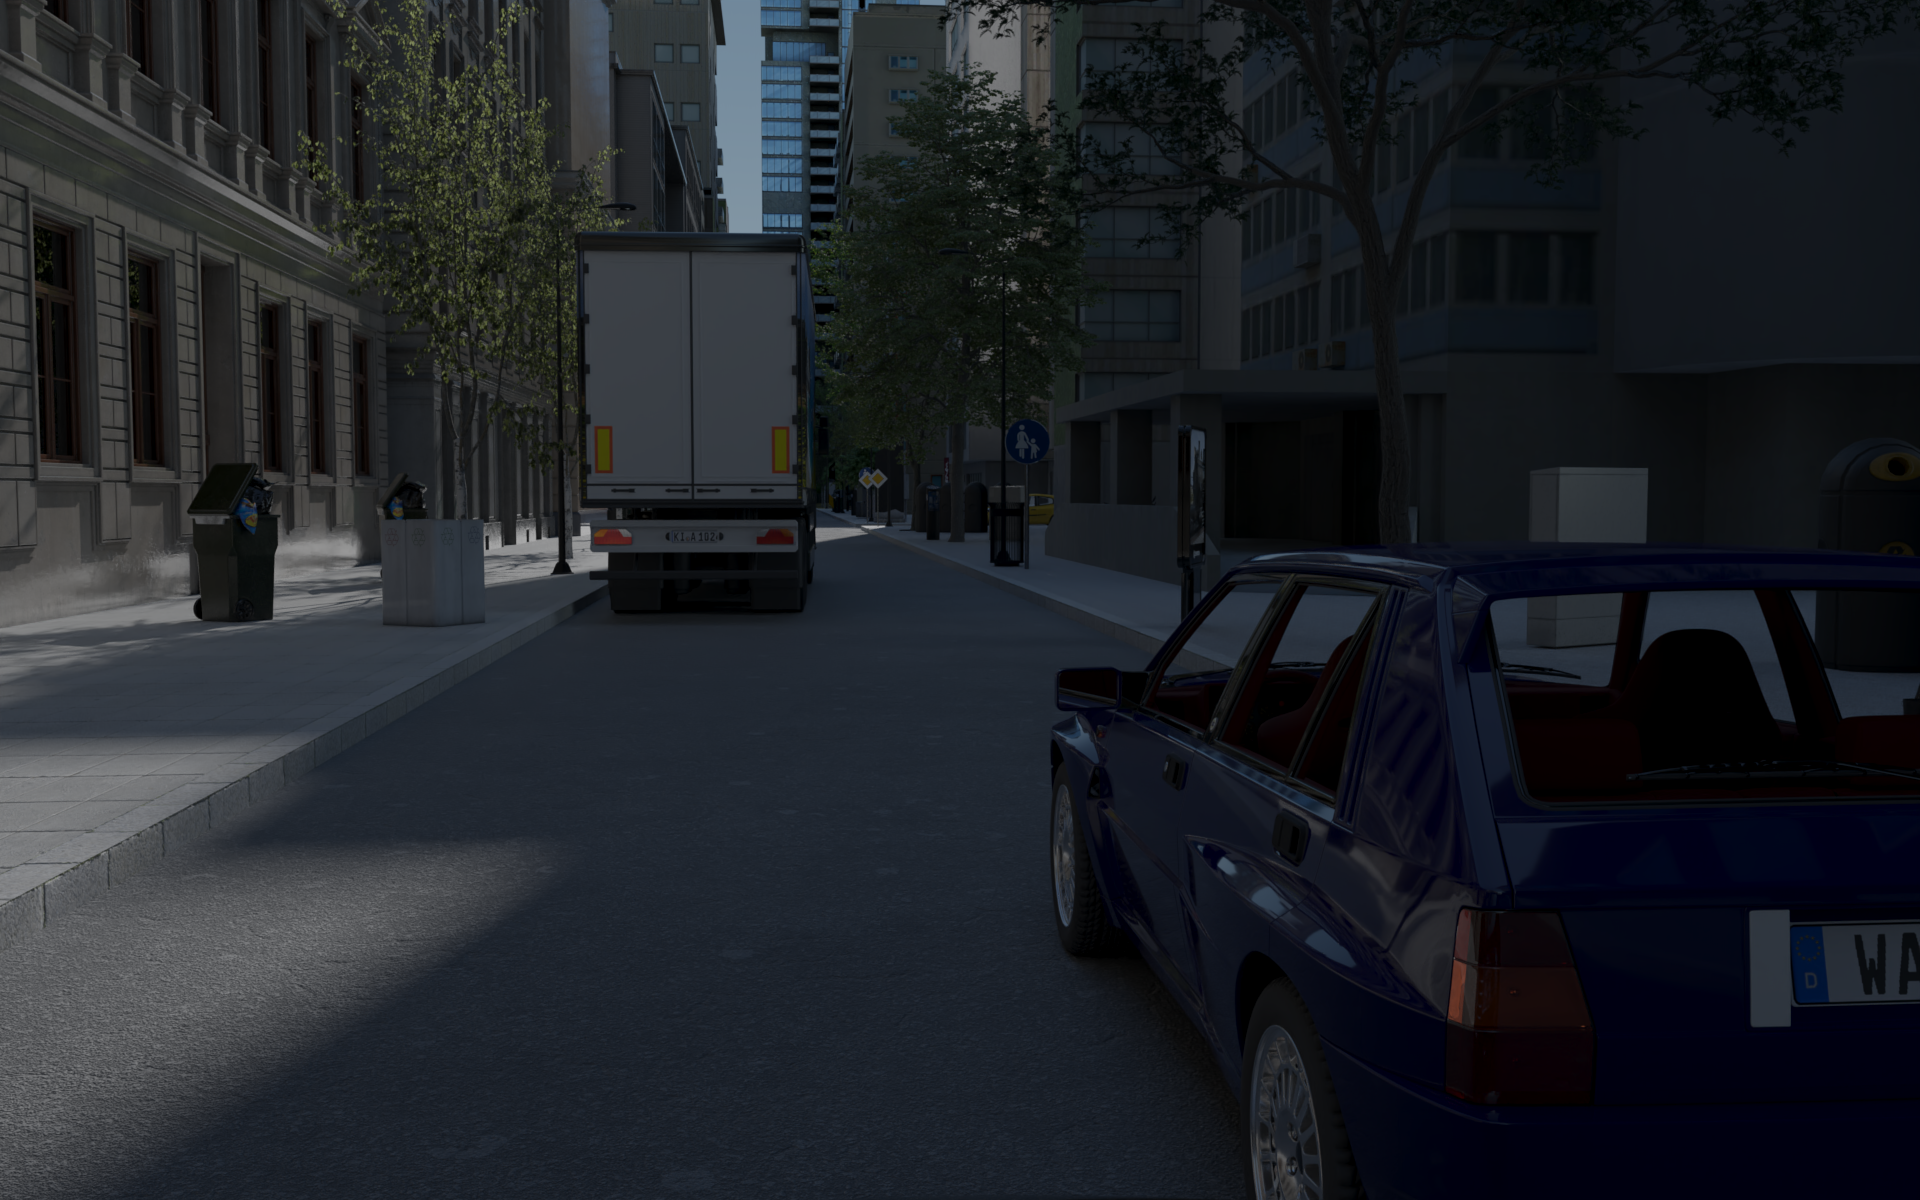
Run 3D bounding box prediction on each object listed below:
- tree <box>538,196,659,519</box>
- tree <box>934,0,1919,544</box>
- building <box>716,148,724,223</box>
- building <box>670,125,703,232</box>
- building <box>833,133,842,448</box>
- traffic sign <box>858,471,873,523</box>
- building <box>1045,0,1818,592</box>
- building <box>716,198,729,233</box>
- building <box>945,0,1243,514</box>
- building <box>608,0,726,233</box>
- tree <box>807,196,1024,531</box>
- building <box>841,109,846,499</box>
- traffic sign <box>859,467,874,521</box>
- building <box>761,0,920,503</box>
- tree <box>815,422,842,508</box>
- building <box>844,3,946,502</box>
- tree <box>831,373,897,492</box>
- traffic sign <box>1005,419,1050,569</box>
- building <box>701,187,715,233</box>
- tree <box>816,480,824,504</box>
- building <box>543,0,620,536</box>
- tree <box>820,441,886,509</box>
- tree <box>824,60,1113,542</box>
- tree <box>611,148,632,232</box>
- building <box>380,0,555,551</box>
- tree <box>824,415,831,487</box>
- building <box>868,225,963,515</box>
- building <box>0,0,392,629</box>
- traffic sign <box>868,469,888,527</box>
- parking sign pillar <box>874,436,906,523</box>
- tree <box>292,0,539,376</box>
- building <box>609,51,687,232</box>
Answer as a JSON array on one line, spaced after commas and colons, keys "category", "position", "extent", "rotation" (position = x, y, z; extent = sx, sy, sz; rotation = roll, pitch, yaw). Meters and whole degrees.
[{"category": "tree", "position": [-8.448, -5.657, 42.852], "extent": [4.737, 8.622, 4.395], "rotation": [0, 3, 0]}, {"category": "tree", "position": [3.148, -4.762, 12.265], "extent": [8.767, 10.594, 7.601], "rotation": [0, 4, -1]}, {"category": "building", "position": [-43.895, -36.043, 208.904], "extent": [30.456, 49.044, 23.786], "rotation": [0, 4, -6]}, {"category": "building", "position": [-25.065, -19.831, 117.741], "extent": [14.314, 27.812, 24.014], "rotation": [0, 4, -6]}, {"category": "building", "position": [-3.897, -36.122, 210.206], "extent": [23.786, 49.044, 30.456], "rotation": [0, 4, -6]}, {"category": "traffic sign", "position": [-4.065, -4.428, 76.044], "extent": [0.795, 2.450, 0.064], "rotation": [0, 4, -6]}, {"category": "building", "position": [18.530, -20.682, 30.025], "extent": [32.217, 40.220, 23.993], "rotation": [0, 4, -6]}, {"category": "building", "position": [-39.065, -34.084, 240.859], "extent": [14.086, 41.232, 14.154], "rotation": [0, 4, -6]}, {"category": "building", "position": [6.828, -24.582, 85.514], "extent": [14.086, 41.232, 14.154], "rotation": [0, 4, -6]}, {"category": "building", "position": [-38.358, -35.862, 175.580], "extent": [28.713, 52.752, 27.495], "rotation": [0, 4, -6]}, {"category": "tree", "position": [-1.598, -8.195, 59.746], "extent": [9.928, 11.665, 9.643], "rotation": [0, 3, 0]}, {"category": "building", "position": [-5.907, -30.843, 187.881], "extent": [14.154, 41.232, 14.086], "rotation": [0, 4, -6]}, {"category": "traffic sign", "position": [-4.419, -5.041, 82.527], "extent": [0.768, 2.556, 0.104], "rotation": [0, 4, 3]}, {"category": "building", "position": [-16.305, -57.051, 245.447], "extent": [31.000, 86.520, 22.319], "rotation": [0, 4, -6]}, {"category": "tree", "position": [-13.575, -13.380, 169.132], "extent": [4.360, 8.622, 3.978], "rotation": [0, 3, 0]}, {"category": "building", "position": [-0.214, -33.411, 169.972], "extent": [21.300, 48.544, 21.600], "rotation": [0, 4, -6]}, {"category": "tree", "position": [-5.113, -9.243, 101.486], "extent": [4.737, 8.622, 4.395], "rotation": [0, 3, 0]}, {"category": "traffic sign", "position": [1.142, -1.799, 29.517], "extent": [0.768, 2.556, 0.104], "rotation": [0, 4, -3]}, {"category": "building", "position": [-29.293, -23.498, 155.897], "extent": [14.160, 30.474, 14.107], "rotation": [0, 4, -6]}, {"category": "tree", "position": [-18.590, -14.275, 227.993], "extent": [1.663, 3.219, 1.824], "rotation": [0, 3, 0]}, {"category": "building", "position": [-21.883, -16.596, 57.250], "extent": [20.117, 28.700, 13.634], "rotation": [0, 4, -6]}, {"category": "tree", "position": [-4.643, -6.592, 91.494], "extent": [4.285, 4.588, 4.351], "rotation": [0, 3, 0]}, {"category": "tree", "position": [0.349, -7.821, 46.006], "extent": [7.486, 12.596, 7.792], "rotation": [0, 3, 0]}, {"category": "tree", "position": [-7.756, -5.113, 33.960], "extent": [4.360, 8.622, 3.978], "rotation": [0, 3, 0]}, {"category": "building", "position": [-15.794, -11.773, 41.644], "extent": [9.793, 20.994, 18.267], "rotation": [0, 4, -6]}, {"category": "tree", "position": [-6.595, -9.711, 109.131], "extent": [4.737, 8.622, 4.395], "rotation": [0, 3, 0]}, {"category": "building", "position": [8.041, -17.014, 123.221], "extent": [27.650, 21.520, 28.899], "rotation": [0, 4, -6]}, {"category": "building", "position": [-14.766, -11.357, 21.843], "extent": [11.583, 22.565, 21.152], "rotation": [0, 4, -6]}, {"category": "traffic sign", "position": [-3.227, -3.943, 68.103], "extent": [0.795, 2.450, 0.064], "rotation": [0, 4, -6]}, {"category": "parking sign pillar", "position": [-3.173, -5.477, 78.027], "extent": [1.447, 3.967, 1.447], "rotation": [0, 4, -1]}, {"category": "tree", "position": [-6.894, -4.490, 23.766], "extent": [4.360, 8.622, 3.978], "rotation": [0, 3, 0]}, {"category": "building", "position": [-22.223, -16.618, 90.763], "extent": [14.314, 24.678, 30.058], "rotation": [0, 4, -6]}]
